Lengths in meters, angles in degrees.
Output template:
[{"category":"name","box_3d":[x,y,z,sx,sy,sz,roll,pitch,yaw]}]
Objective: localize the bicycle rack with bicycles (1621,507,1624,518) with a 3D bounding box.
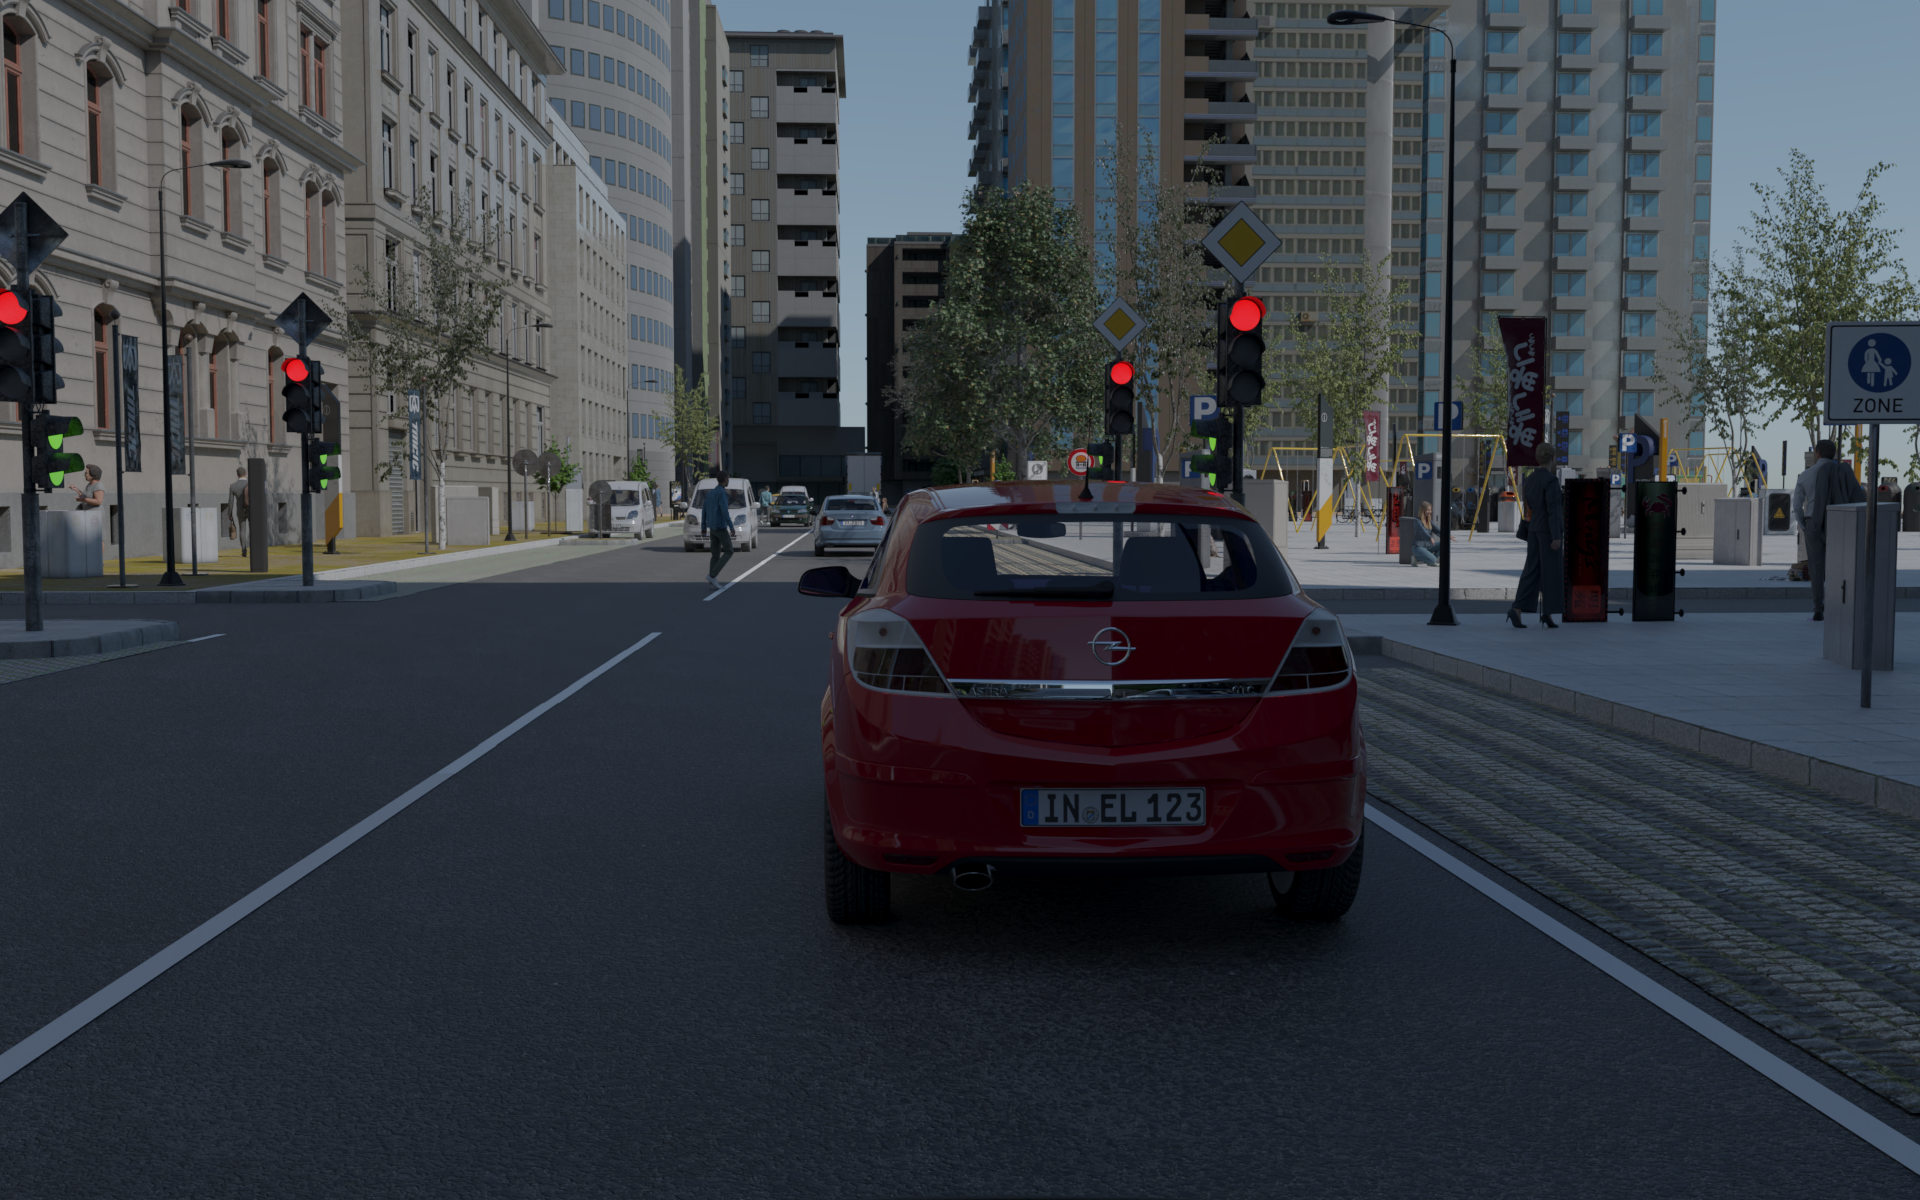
[{"category":"bicycle rack with bicycles","box_3d":[35.646,-5.018,95.431,2.925,0.926,2.852,1,4,14]}]

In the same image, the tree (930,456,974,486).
[{"category":"tree","box_3d":[-0.643,-9.030,131.358,4.285,4.588,4.351,0,3,0]}]

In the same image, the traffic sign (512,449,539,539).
[{"category":"traffic sign","box_3d":[-12.332,-3.001,49.175,0.768,2.556,0.104,0,4,2]}]

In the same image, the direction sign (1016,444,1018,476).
[{"category":"direction sign","box_3d":[2.882,-5.174,76.597,0.876,3.537,0.379,1,4,19]}]

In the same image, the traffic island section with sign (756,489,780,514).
[{"category":"traffic island section with sign","box_3d":[-14.317,-7.179,126.010,1.989,1.847,2.006,0,4,-3]}]

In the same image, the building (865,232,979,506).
[{"category":"building","box_3d":[-3.568,-25.816,193.789,14.107,30.474,14.160,0,4,-3]}]

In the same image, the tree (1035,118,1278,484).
[{"category":"tree","box_3d":[3.798,-5.095,33.672,4.360,8.622,3.978,0,3,0]}]

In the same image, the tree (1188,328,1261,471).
[{"category":"tree","box_3d":[11.021,-7.182,67.781,4.737,8.622,4.395,0,3,0]}]

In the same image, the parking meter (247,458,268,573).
[{"category":"parking meter","box_3d":[-11.504,-1.386,28.378,0.255,1.863,0.399,-1,4,-17]}]

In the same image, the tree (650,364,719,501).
[{"category":"tree","box_3d":[-15.303,-9.003,97.567,4.737,8.622,4.395,0,3,0]}]

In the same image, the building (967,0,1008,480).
[{"category":"building","box_3d":[12.217,-32.923,157.903,23.786,49.044,30.456,0,4,-3]}]

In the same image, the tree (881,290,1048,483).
[{"category":"tree","box_3d":[0.534,-11.364,96.178,12.009,13.543,11.850,0,3,0]}]

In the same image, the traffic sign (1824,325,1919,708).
[{"category":"traffic sign","box_3d":[5.444,-0.502,10.342,0.606,2.300,0.079,0,4,5]}]

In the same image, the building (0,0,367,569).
[{"category":"building","box_3d":[-23.063,-15.315,37.787,14.401,28.519,23.554,0,4,-3]}]

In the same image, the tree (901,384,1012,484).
[{"category":"tree","box_3d":[-0.179,-10.511,106.266,7.601,10.594,8.767,0,4,5]}]

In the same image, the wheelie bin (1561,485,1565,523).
[{"category":"wheelie bin","box_3d":[21.397,-3.236,60.820,0.693,1.594,0.980,-2,4,-34]}]

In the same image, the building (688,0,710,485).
[{"category":"building","box_3d":[-27.113,-27.513,133.426,14.154,41.232,14.086,0,4,-3]}]

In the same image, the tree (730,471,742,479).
[{"category":"tree","box_3d":[-17.580,-8.561,134.574,1.663,3.219,1.824,0,3,0]}]

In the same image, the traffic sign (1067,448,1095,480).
[{"category":"traffic sign","box_3d":[3.372,-2.948,48.306,0.768,2.556,0.104,0,4,4]}]

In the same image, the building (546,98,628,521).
[{"category":"building","box_3d":[-23.355,-14.288,88.364,10.420,20.320,16.860,0,4,-3]}]

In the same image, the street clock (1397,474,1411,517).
[{"category":"street clock","box_3d":[15.977,-3.543,62.491,0.358,2.002,0.471,-1,4,-15]}]

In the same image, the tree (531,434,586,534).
[{"category":"tree","box_3d":[-13.171,-3.746,55.850,1.663,3.219,1.824,0,3,0]}]

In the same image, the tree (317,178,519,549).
[{"category":"tree","box_3d":[-12.251,-5.488,40.099,4.360,8.622,3.978,0,3,0]}]

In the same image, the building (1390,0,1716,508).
[{"category":"building","box_3d":[53.449,-33.243,163.127,30.456,49.044,23.786,0,4,-3]}]

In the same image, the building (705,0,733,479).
[{"category":"building","box_3d":[-32.569,-32.806,160.075,21.600,48.544,21.300,0,4,-3]}]

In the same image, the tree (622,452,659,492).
[{"category":"tree","box_3d":[-14.474,-5.141,78.653,1.663,3.219,1.824,0,3,0]}]

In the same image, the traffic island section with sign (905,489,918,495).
[{"category":"traffic island section with sign","box_3d":[-4.660,-8.853,153.373,1.989,1.847,2.006,0,4,-3]}]

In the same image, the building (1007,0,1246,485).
[{"category":"building","box_3d":[10.548,-28.227,111.626,14.600,45.320,14.200,0,4,-3]}]

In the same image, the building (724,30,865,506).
[{"category":"building","box_3d":[-24.696,-37.270,198.605,27.495,52.752,28.713,0,4,-3]}]

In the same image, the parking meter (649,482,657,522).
[{"category":"parking meter","box_3d":[-14.406,-4.602,80.955,0.255,1.863,0.399,2,4,31]}]

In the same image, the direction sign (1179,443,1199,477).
[{"category":"direction sign","box_3d":[10.214,-5.222,77.376,0.876,3.537,0.379,0,4,1]}]

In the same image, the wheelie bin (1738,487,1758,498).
[{"category":"wheelie bin","box_3d":[36.995,-4.494,81.387,0.693,1.594,0.980,-3,5,-42]}]

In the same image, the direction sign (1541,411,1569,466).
[{"category":"direction sign","box_3d":[16.214,-3.394,47.496,0.876,3.537,0.379,1,4,12]}]

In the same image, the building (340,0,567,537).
[{"category":"building","box_3d":[-25.262,-14.150,64.635,16.112,22.955,30.059,0,4,-3]}]

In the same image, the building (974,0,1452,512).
[{"category":"building","box_3d":[17.504,-26.872,131.244,32.217,40.220,23.993,0,4,-3]}]

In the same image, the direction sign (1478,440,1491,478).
[{"category":"direction sign","box_3d":[22.065,-4.947,72.879,0.379,3.537,0.876,-1,4,-17]}]

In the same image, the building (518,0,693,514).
[{"category":"building","box_3d":[-29.394,-34.827,111.424,21.231,58.520,28.212,0,4,-3]}]

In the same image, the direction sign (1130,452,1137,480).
[{"category":"direction sign","box_3d":[9.609,-6.208,93.501,0.876,3.537,0.379,-1,4,-13]}]

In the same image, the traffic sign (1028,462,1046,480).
[{"category":"traffic sign","box_3d":[2.402,-3.170,53.967,0.606,2.300,0.079,0,4,-3]}]

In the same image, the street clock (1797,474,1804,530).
[{"category":"street clock","box_3d":[30.232,-3.528,62.260,0.358,2.002,0.471,1,4,18]}]

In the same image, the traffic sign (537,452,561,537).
[{"category":"traffic sign","box_3d":[-12.387,-3.183,52.140,0.768,2.556,0.104,0,4,3]}]

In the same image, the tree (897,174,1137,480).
[{"category":"tree","box_3d":[2.174,-8.900,62.517,9.611,12.733,9.660,0,3,0]}]

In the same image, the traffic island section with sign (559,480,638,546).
[{"category":"traffic island section with sign","box_3d":[-10.144,-2.458,48.824,1.989,1.847,2.006,0,4,-3]}]

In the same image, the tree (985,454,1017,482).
[{"category":"tree","box_3d":[1.941,-5.330,81.750,1.663,3.219,1.824,0,3,0]}]

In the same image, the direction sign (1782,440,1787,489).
[{"category":"direction sign","box_3d":[34.844,-4.971,73.265,0.379,3.537,0.876,1,4,16]}]

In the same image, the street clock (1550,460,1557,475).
[{"category":"street clock","box_3d":[12.636,-1.991,37.115,0.358,2.002,0.471,1,4,15]}]

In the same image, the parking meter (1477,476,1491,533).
[{"category":"parking meter","box_3d":[17.329,-3.154,57.271,0.399,1.863,0.255,2,4,33]}]

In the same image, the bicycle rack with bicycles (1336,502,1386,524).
[{"category":"bicycle rack with bicycles","box_3d":[17.659,-3.813,75.723,2.852,0.926,2.925,-3,5,-45]}]

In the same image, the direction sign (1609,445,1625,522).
[{"category":"direction sign","box_3d":[30.408,-5.385,80.049,0.876,3.537,0.379,0,4,1]}]

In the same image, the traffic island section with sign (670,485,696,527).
[{"category":"traffic island section with sign","box_3d":[-11.602,-4.115,75.906,1.989,1.847,2.006,0,4,-3]}]
